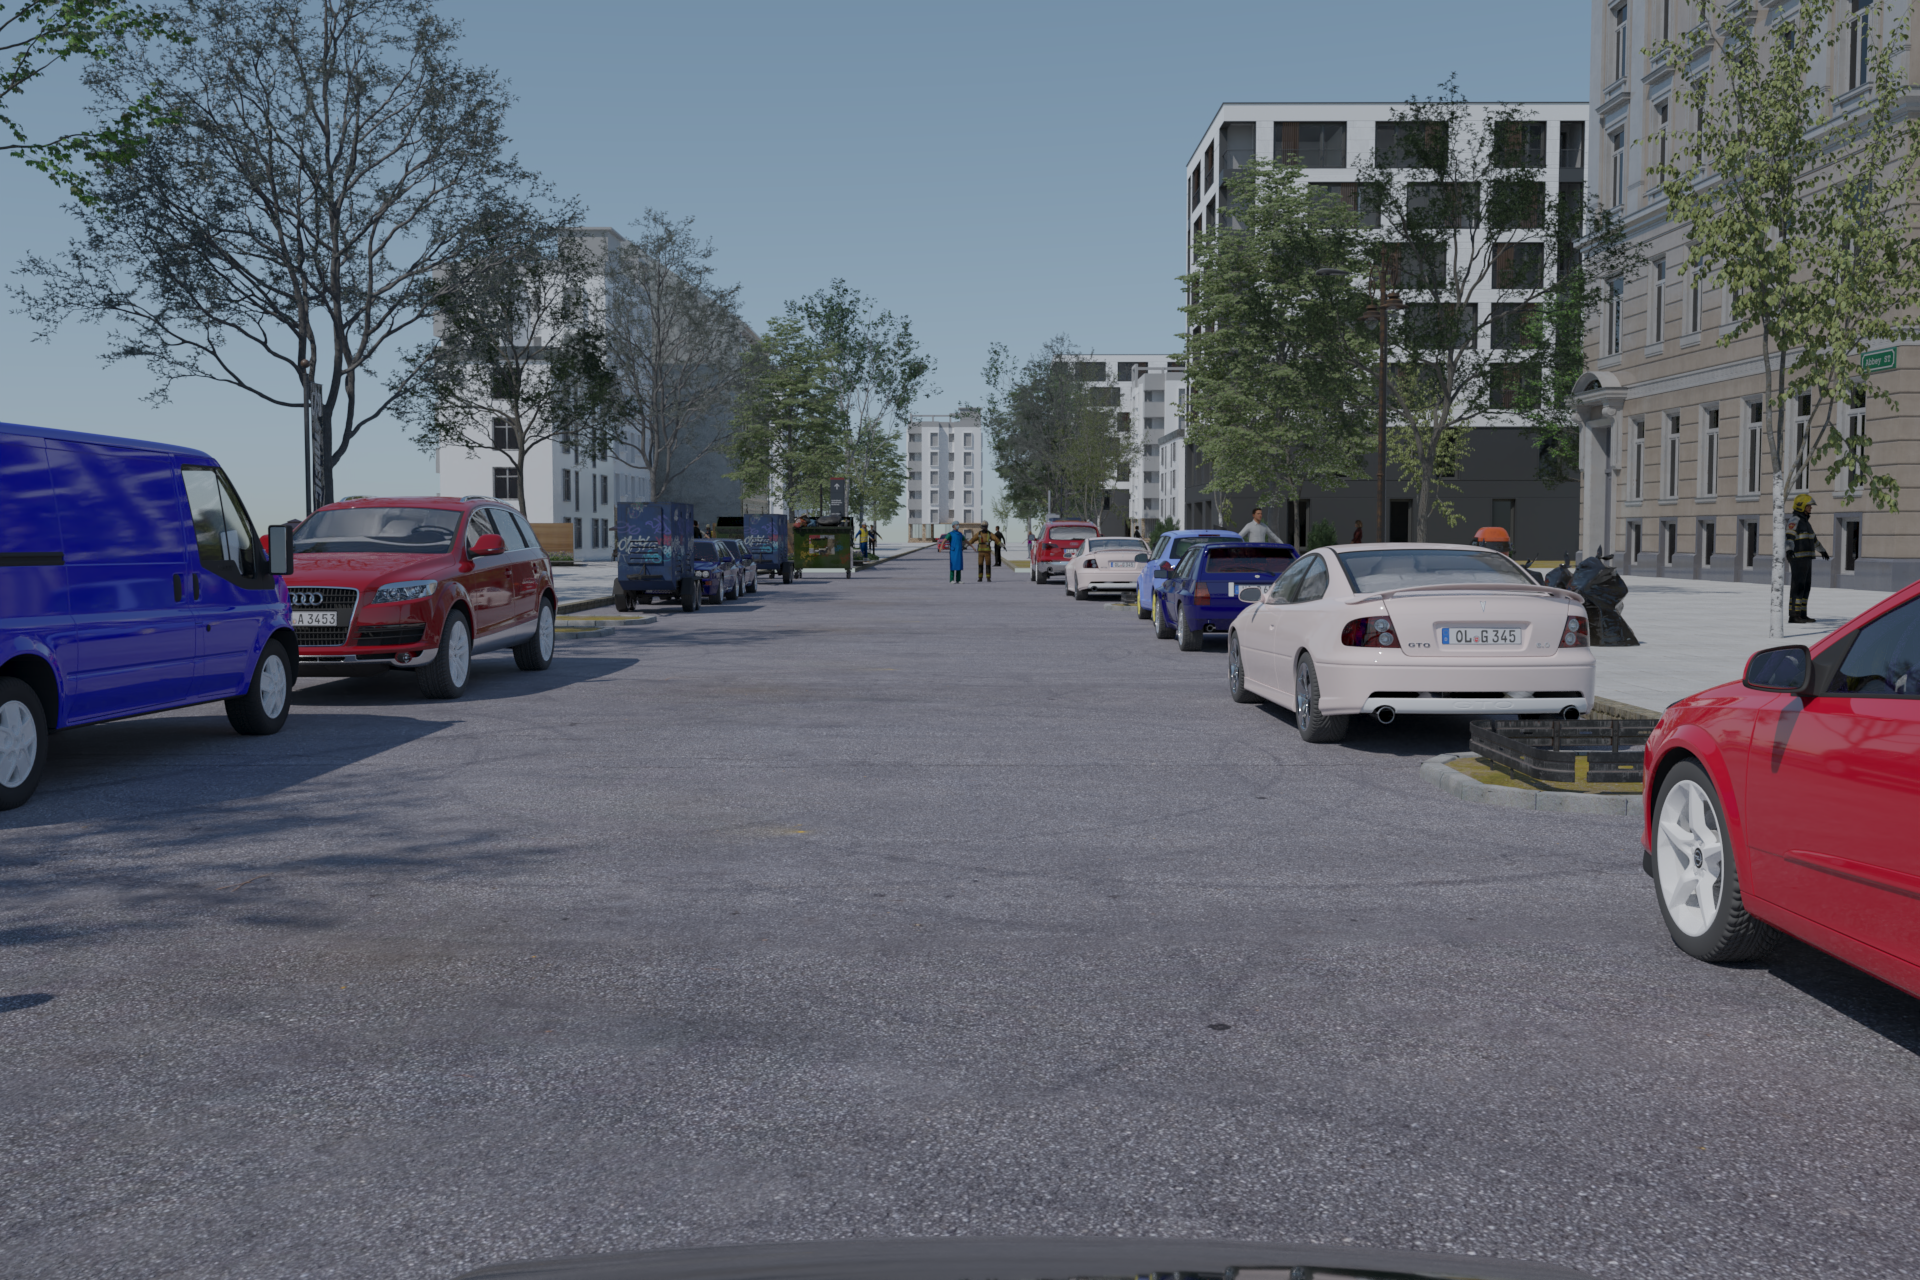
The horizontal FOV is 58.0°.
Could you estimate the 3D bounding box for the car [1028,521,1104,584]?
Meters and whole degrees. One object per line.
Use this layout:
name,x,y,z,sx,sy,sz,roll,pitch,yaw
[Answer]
car,3.159,-2.578,50.818,2.281,1.827,5.304,0,4,0

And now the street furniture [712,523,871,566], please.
street furniture,-6.687,-3.941,71.292,11.010,1.723,9.812,0,4,-4

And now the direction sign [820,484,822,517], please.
direction sign,-6.261,-5.270,78.167,0.379,3.537,0.876,0,4,1

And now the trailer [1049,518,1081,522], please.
trailer,3.709,-3.374,62.211,1.471,1.999,3.904,0,4,-1

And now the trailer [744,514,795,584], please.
trailer,-5.582,-2.585,49.316,1.471,1.999,3.904,0,4,0

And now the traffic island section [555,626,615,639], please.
traffic island section,-5.973,-0.100,24.494,1.991,0.108,1.994,0,4,1

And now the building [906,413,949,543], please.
building,-7.717,-24.662,262.099,11.380,20.090,16.016,0,4,-1

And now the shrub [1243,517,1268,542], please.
shrub,14.188,-4.736,81.477,1.661,2.075,1.752,0,3,0

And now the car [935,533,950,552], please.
car,-0.899,-7.970,139.352,2.155,1.783,4.494,0,4,0

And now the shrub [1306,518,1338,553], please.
shrub,17.004,-4.713,81.097,1.661,2.075,1.752,0,3,0

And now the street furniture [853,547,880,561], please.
street furniture,-8.840,-4.169,83.794,10.072,0.657,5.734,0,4,1

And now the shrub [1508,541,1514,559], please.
shrub,23.244,-3.864,74.294,1.383,1.207,1.383,0,3,0

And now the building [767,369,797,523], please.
building,-24.818,-20.899,198.119,16.016,20.090,11.380,0,4,-1

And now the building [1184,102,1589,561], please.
building,26.480,-15.570,98.541,27.936,21.610,32.646,0,4,0

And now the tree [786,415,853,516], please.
tree,-7.953,-9.562,106.694,4.360,8.622,3.978,0,3,0

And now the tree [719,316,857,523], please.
tree,-9.110,-10.571,90.955,7.486,12.596,7.792,0,3,0

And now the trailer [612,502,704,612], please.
trailer,-5.590,-1.490,31.406,1.471,1.999,3.904,0,4,0

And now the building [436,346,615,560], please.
building,-22.694,-9.134,91.484,9.099,9.664,28.070,0,3,0

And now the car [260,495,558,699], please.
car,-5.359,-0.494,16.744,2.281,1.827,5.304,0,4,0

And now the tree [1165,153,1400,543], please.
tree,9.766,-8.209,52.350,7.486,12.596,7.792,0,3,0

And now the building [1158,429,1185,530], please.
building,21.887,-12.012,138.537,9.099,9.664,28.070,0,4,0

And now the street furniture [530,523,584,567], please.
street furniture,-19.700,-3.860,69.967,9.812,1.723,11.010,-1,4,-11

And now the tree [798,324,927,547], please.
tree,-8.874,-18.174,153.030,12.611,20.169,13.585,0,3,0

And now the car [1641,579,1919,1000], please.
car,3.346,0.275,4.543,2.155,1.783,4.494,0,4,0

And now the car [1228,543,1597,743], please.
car,3.267,-0.056,13.278,2.083,1.381,4.827,0,4,-1

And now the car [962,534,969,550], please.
car,-0.192,-9.136,159.161,2.009,1.686,4.222,0,4,-1

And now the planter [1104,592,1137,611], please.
planter,3.764,-0.731,33.085,1.991,0.319,1.994,0,4,1

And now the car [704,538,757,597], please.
car,-5.818,-1.734,40.938,1.945,1.354,3.894,0,4,0

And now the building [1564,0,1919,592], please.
building,26.749,-15.976,47.119,13.634,28.700,20.117,0,4,0

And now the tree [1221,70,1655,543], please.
tree,9.593,-6.210,35.950,8.767,10.594,7.601,1,4,12

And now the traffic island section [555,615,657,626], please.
traffic island section,-5.963,-0.306,27.875,1.991,0.108,1.994,0,4,1

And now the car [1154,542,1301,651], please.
car,3.545,-0.606,22.486,1.945,1.354,3.894,0,3,0

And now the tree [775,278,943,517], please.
tree,-7.602,-16.536,126.253,12.611,20.169,13.585,0,3,0

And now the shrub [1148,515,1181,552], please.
shrub,8.194,-3.934,68.357,1.661,2.075,1.752,0,3,0

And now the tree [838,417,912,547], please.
tree,-8.362,-15.257,167.581,7.486,12.596,7.792,0,3,0

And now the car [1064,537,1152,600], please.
car,3.394,-1.614,38.750,2.083,1.381,4.827,0,4,-1

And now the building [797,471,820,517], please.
building,-22.798,-17.523,228.652,9.099,9.664,28.070,0,4,1

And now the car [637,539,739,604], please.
car,-5.703,-1.462,36.485,1.945,1.354,3.894,0,3,0

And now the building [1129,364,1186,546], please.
building,24.126,-20.570,192.738,16.016,20.090,11.380,0,4,1

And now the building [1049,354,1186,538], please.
building,24.802,-22.564,212.898,27.936,21.610,32.646,0,4,1

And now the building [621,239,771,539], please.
building,-25.098,-18.547,134.180,19.493,23.208,18.063,0,4,0

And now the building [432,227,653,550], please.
building,-26.485,-15.390,108.039,16.016,20.090,11.380,0,4,0

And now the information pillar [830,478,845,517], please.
information pillar,-5.619,-5.523,79.685,0.750,3.857,0.750,0,4,1

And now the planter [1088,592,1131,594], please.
planter,3.861,-1.318,42.695,1.991,0.319,1.994,0,4,1

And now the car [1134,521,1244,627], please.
car,3.822,-1.125,27.989,1.945,1.707,3.694,0,4,0

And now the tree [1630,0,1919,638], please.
tree,10.184,-4.314,20.900,4.737,8.622,4.395,0,3,0

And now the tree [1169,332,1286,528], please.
tree,9.816,-6.920,63.499,4.737,8.622,4.395,0,3,0

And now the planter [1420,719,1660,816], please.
planter,3.698,0.694,9.800,1.991,0.319,1.994,0,3,0
